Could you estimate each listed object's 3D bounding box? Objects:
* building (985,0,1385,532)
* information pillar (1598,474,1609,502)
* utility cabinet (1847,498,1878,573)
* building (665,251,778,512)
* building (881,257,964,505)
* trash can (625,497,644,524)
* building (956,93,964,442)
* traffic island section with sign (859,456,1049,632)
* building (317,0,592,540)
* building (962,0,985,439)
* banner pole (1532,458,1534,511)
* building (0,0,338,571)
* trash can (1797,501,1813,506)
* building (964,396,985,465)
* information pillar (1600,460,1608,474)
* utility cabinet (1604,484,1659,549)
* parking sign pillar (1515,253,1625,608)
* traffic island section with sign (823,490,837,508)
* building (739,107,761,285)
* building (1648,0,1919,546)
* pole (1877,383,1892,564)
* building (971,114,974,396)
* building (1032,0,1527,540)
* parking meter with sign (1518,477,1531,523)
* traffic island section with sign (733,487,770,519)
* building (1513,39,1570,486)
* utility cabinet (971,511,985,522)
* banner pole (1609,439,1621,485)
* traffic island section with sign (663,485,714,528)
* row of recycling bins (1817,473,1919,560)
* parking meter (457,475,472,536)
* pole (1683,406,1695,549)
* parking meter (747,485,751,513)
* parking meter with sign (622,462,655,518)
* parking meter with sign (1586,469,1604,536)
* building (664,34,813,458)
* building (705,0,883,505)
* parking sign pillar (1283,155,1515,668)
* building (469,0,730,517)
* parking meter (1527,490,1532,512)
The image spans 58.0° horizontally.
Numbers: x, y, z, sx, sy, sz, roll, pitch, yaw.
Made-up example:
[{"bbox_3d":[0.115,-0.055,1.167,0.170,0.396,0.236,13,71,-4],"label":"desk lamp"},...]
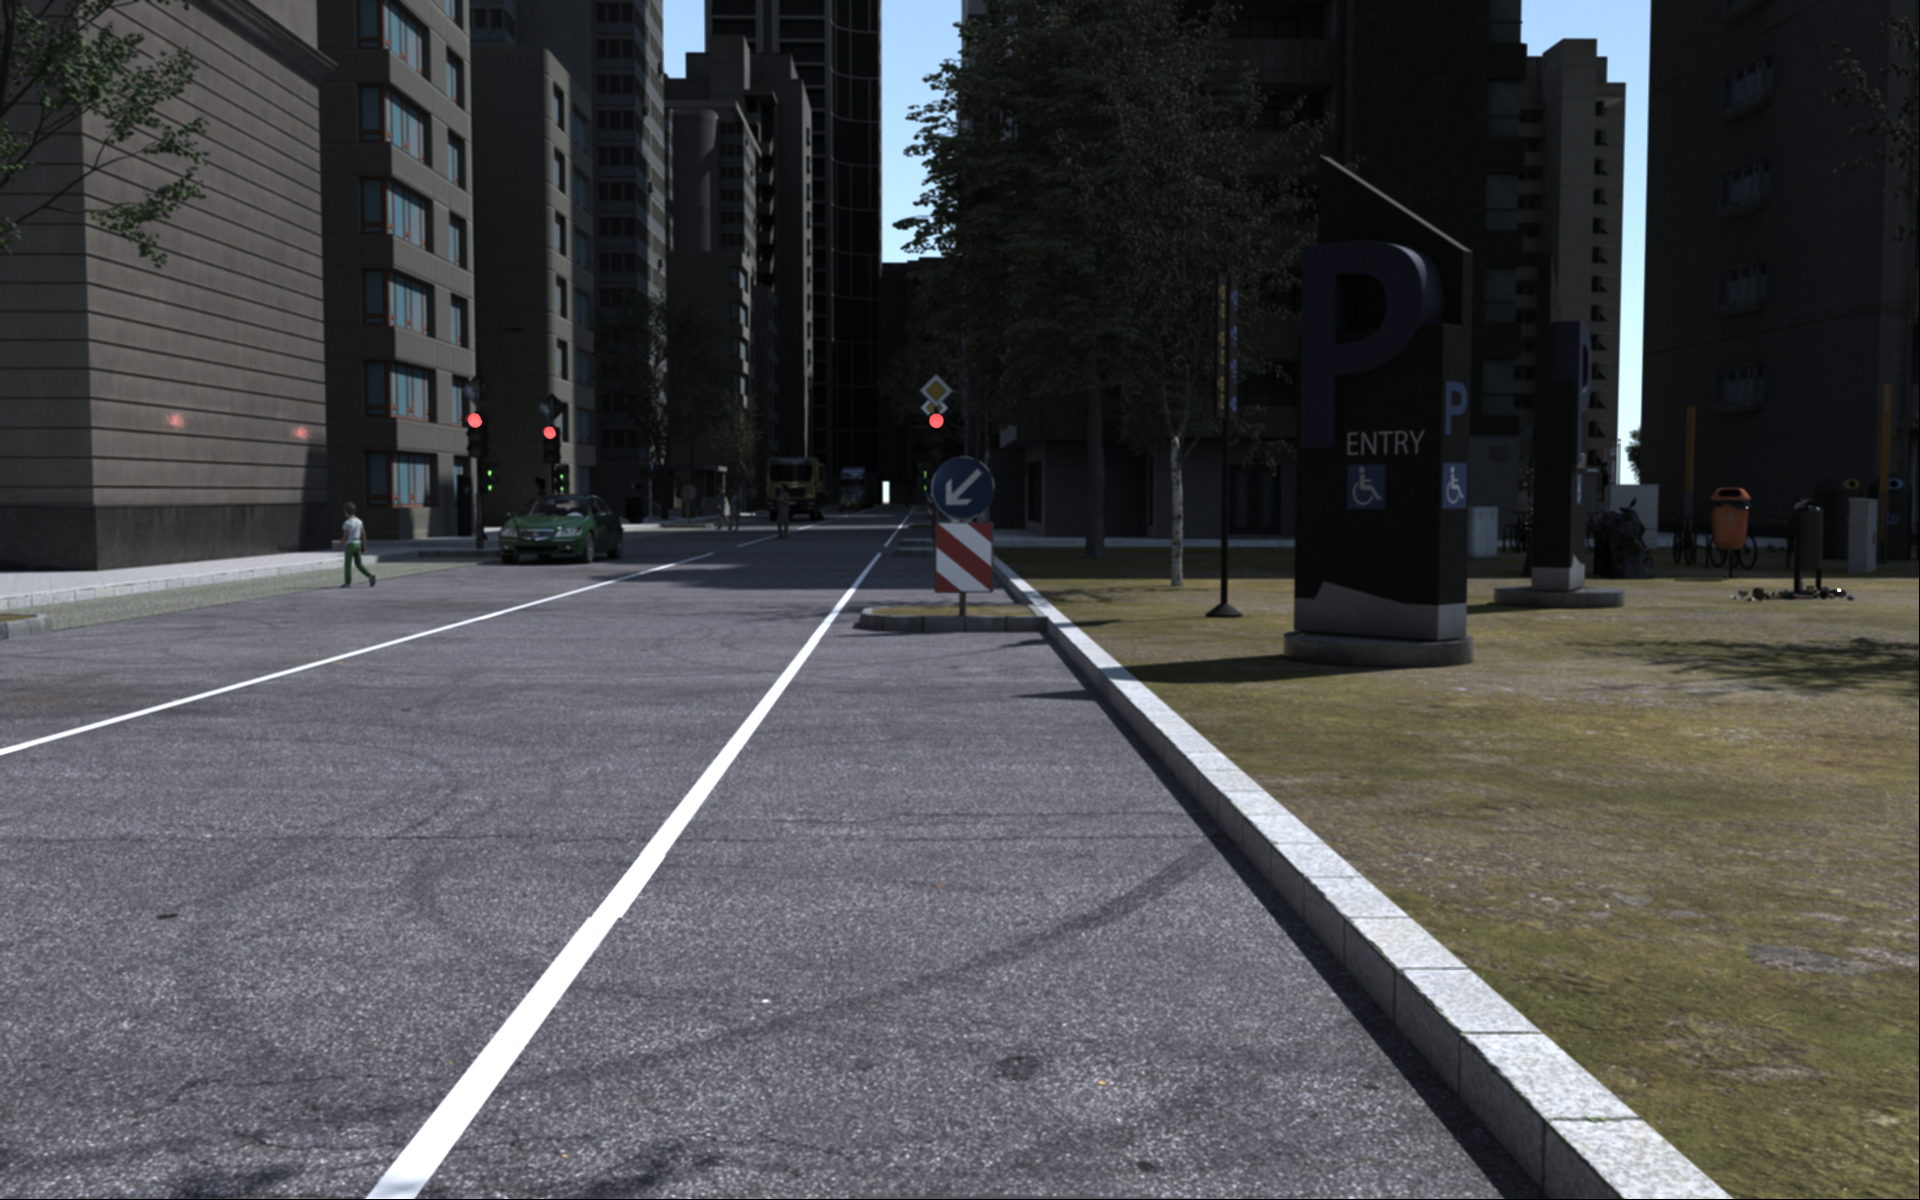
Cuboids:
[{"bbox_3d":[7.955,-18.201,69.292,14.160,30.474,14.107,0,4,-1],"label":"building"},{"bbox_3d":[23.125,-3.539,62.359,0.304,2.012,0.304,-1,4,-10],"label":"information pillar"},{"bbox_3d":[14.881,-1.063,28.539,0.306,1.237,1.020,3,4,36],"label":"utility cabinet"},{"bbox_3d":[-29.595,-17.899,137.689,27.650,21.520,28.899,0,4,-1],"label":"building"},{"bbox_3d":[-2.747,-27.057,214.077,14.107,30.474,14.160,0,4,-1],"label":"building"},{"bbox_3d":[-14.023,-3.865,74.848,0.748,1.137,0.748,0,3,0],"label":"trash can"},{"bbox_3d":[10.765,-34.532,184.210,23.786,49.044,30.456,0,4,-1],"label":"building"},{"bbox_3d":[-0.089,-0.629,18.907,1.989,1.847,2.006,0,4,-1],"label":"traffic island section with sign"},{"bbox_3d":[-29.676,-13.240,61.514,27.650,21.520,28.899,0,4,-1],"label":"building"},{"bbox_3d":[13.807,-34.599,154.935,28.713,52.752,27.495,0,4,-1],"label":"building"},{"bbox_3d":[40.212,-8.024,121.202,0.401,3.779,0.863,3,5,44],"label":"banner pole"},{"bbox_3d":[-26.593,-14.451,33.541,25.104,27.353,12.463,0,4,-1],"label":"building"},{"bbox_3d":[17.888,-1.500,36.183,0.748,1.137,0.748,0,3,0],"label":"trash can"},{"bbox_3d":[11.742,-48.554,106.533,22.319,86.520,31.000,0,4,-1],"label":"building"},{"bbox_3d":[44.265,-7.809,119.025,0.504,3.616,0.183,2,4,31],"label":"information pillar"},{"bbox_3d":[15.418,-1.906,39.834,1.173,1.500,0.318,0,4,-7],"label":"utility cabinet"},{"bbox_3d":[6.957,-1.929,20.015,1.447,3.967,1.447,2,4,27],"label":"parking sign pillar"},{"bbox_3d":[-13.684,-10.358,177.986,1.989,1.847,2.006,0,4,-1],"label":"traffic island section with sign"},{"bbox_3d":[-32.100,-28.843,163.470,32.217,40.220,23.993,0,4,-1],"label":"building"},{"bbox_3d":[34.244,-26.367,54.803,21.600,48.544,21.300,0,4,-1],"label":"building"},{"bbox_3d":[17.010,-2.326,31.865,0.158,3.312,0.155,0,3,0],"label":"pole"},{"bbox_3d":[7.783,-22.203,134.727,14.160,30.474,14.107,0,4,-1],"label":"building"},{"bbox_3d":[8.416,-17.256,53.833,14.107,30.474,14.160,0,4,-1],"label":"building"},{"bbox_3d":[25.092,-4.978,77.646,0.543,3.016,1.738,0,4,-5],"label":"parking meter with sign"},{"bbox_3d":[-12.124,-5.646,100.939,1.989,1.847,2.006,0,4,-1],"label":"traffic island section with sign"},{"bbox_3d":[60.282,-34.618,189.704,21.600,48.544,21.300,0,4,-1],"label":"building"},{"bbox_3d":[0.982,-4.282,81.171,1.020,1.237,0.306,3,5,41],"label":"utility cabinet"},{"bbox_3d":[29.558,-5.389,78.128,0.863,3.779,0.401,-2,4,-29],"label":"banner pole"},{"bbox_3d":[-11.577,-3.998,73.989,1.989,1.847,2.006,0,4,-1],"label":"traffic island section with sign"},{"bbox_3d":[18.629,-1.634,33.835,3.534,1.692,1.069,1,4,20],"label":"row of recycling bins"},{"bbox_3d":[-15.028,-2.863,52.527,0.255,1.863,0.399,2,4,26],"label":"parking meter"},{"bbox_3d":[16.910,-2.833,40.158,0.158,3.312,0.155,0,3,0],"label":"pole"},{"bbox_3d":[-14.305,-6.823,117.272,0.255,1.863,0.399,0,4,-8],"label":"parking meter"},{"bbox_3d":[-17.161,-5.881,92.416,1.738,3.016,0.543,-2,4,-30],"label":"parking meter with sign"},{"bbox_3d":[19.170,-3.471,53.012,1.738,3.016,0.543,0,4,3],"label":"parking meter with sign"},{"bbox_3d":[-27.228,-34.519,188.083,21.600,48.544,21.300,0,4,-1],"label":"building"},{"bbox_3d":[-20.154,-47.510,215.032,20.611,71.187,20.563,0,4,-1],"label":"building"},{"bbox_3d":[3.255,-1.523,13.380,1.447,3.967,1.447,-3,5,-44],"label":"parking sign pillar"},{"bbox_3d":[-30.867,-25.188,103.700,32.217,40.220,23.993,0,4,-1],"label":"building"},{"bbox_3d":[28.889,-4.875,88.111,0.372,1.533,0.369,0,3,0],"label":"parking meter"}]
